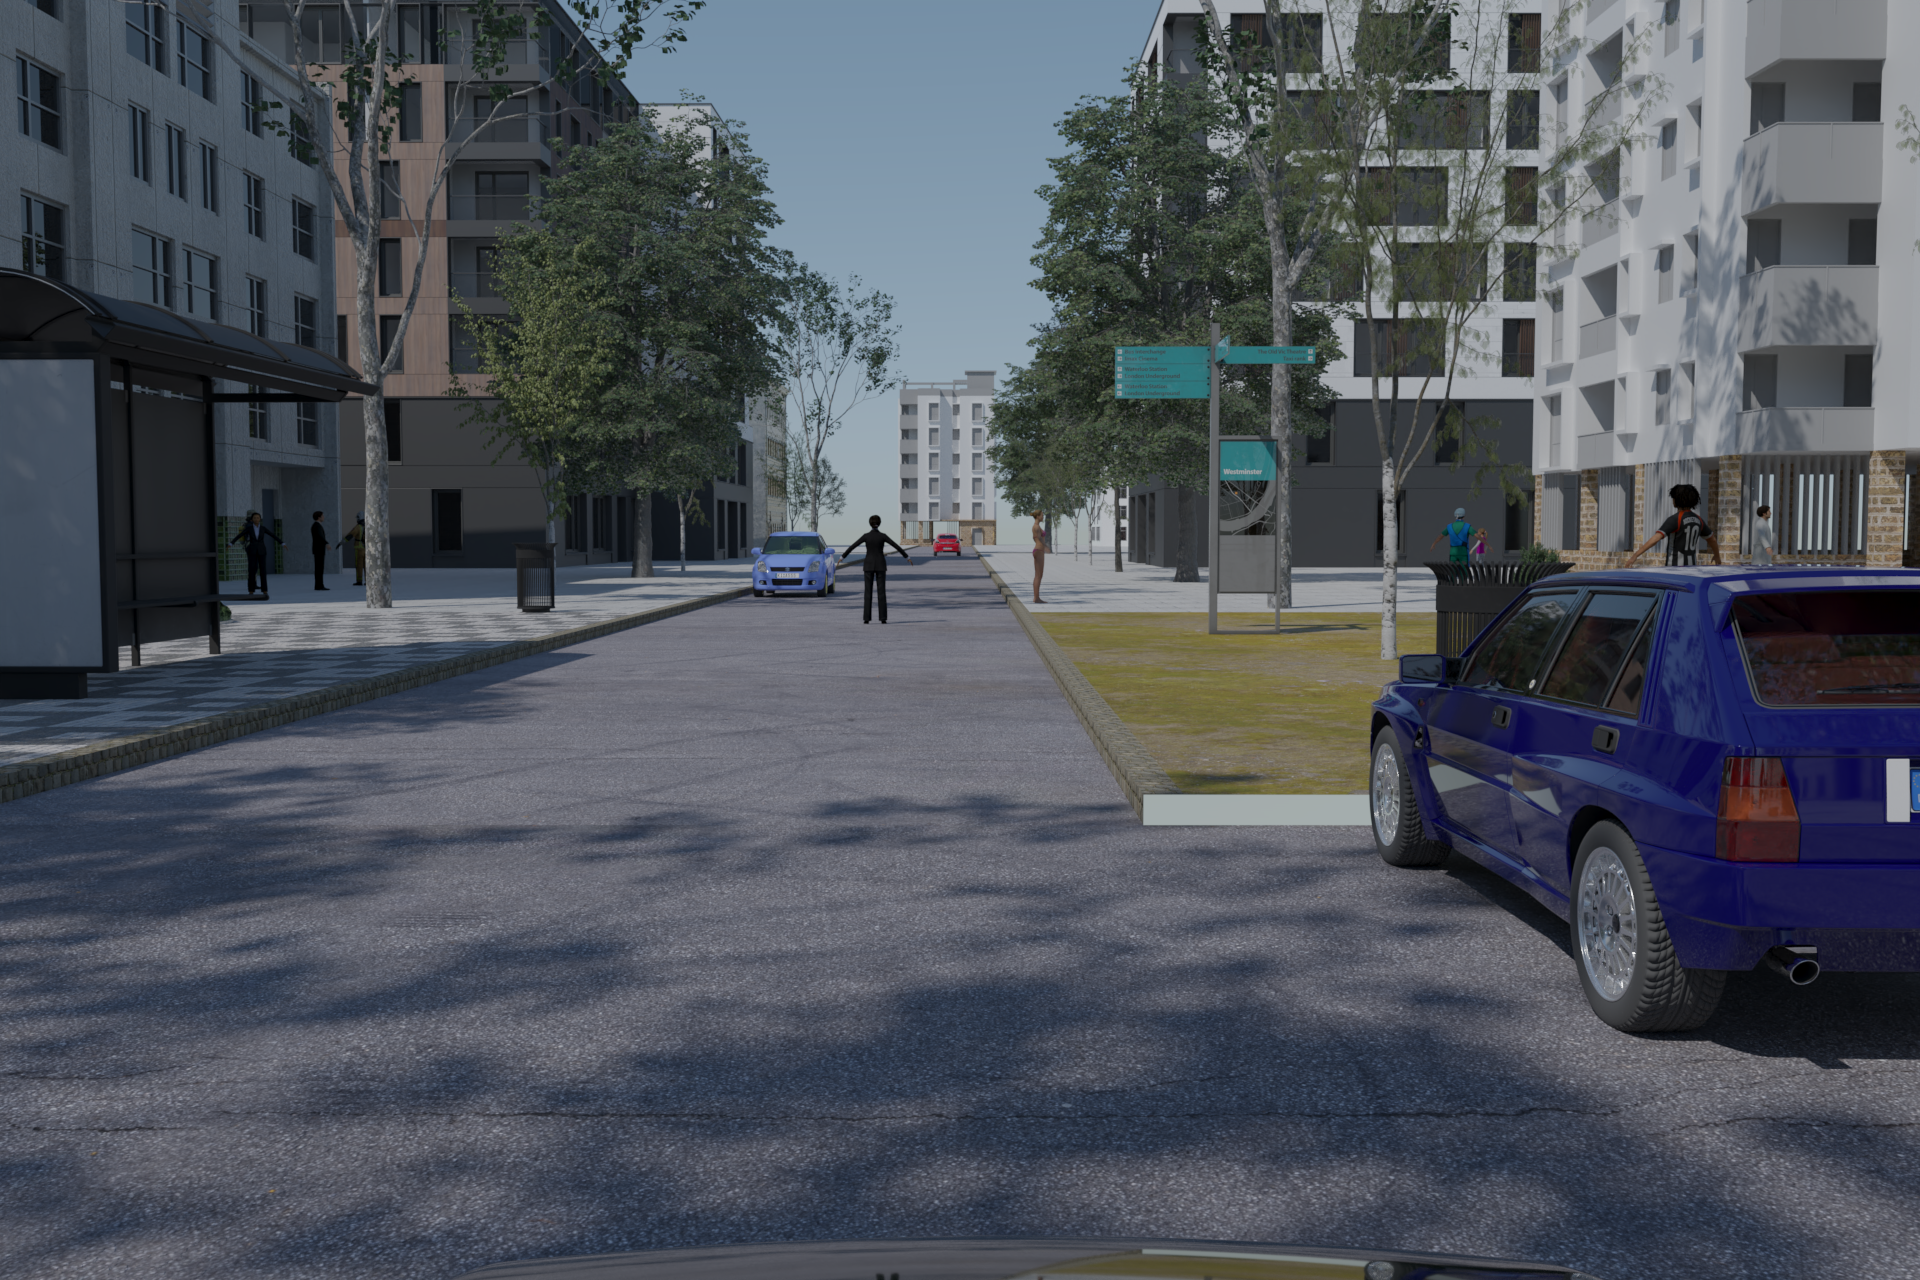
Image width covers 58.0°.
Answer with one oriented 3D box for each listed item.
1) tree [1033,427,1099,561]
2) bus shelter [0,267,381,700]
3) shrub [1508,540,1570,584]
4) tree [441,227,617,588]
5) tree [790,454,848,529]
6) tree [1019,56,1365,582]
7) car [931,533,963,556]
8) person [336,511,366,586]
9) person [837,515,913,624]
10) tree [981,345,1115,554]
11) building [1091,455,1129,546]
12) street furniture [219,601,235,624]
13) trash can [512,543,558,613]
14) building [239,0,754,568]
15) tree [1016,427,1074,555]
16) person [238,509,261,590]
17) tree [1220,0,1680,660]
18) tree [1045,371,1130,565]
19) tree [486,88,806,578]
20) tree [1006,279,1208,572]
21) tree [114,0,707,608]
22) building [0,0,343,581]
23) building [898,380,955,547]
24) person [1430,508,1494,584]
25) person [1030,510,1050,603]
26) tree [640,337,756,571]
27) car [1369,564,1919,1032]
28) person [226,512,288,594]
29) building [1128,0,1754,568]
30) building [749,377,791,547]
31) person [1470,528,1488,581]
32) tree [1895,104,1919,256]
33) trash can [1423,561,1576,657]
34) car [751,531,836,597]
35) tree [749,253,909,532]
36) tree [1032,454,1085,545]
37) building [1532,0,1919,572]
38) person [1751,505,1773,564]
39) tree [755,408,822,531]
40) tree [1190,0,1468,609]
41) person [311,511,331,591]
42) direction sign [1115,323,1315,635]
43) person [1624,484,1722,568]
[{"bbox_3d":[5.436,-8.001,81.175,4.360,8.622,3.978,0,3,0],"label":"tree"},{"bbox_3d":[-7.290,-1.344,15.901,2.014,3.302,5.546,0,4,1],"label":"bus shelter"},{"bbox_3d":[7.965,-0.778,23.842,1.383,1.207,1.383,0,3,0],"label":"shrub"},{"bbox_3d":[-9.907,-5.542,40.978,4.737,8.622,4.395,0,3,0],"label":"tree"},{"bbox_3d":[-16.365,-16.265,200.340,7.601,10.594,8.767,0,4,5],"label":"tree"},{"bbox_3d":[6.017,-8.518,45.930,9.857,13.997,8.962,0,3,0],"label":"tree"},{"bbox_3d":[-0.854,-6.397,113.623,2.155,1.783,4.494,0,4,-1],"label":"car"},{"bbox_3d":[-14.883,-2.283,43.089,0.705,1.858,1.354,3,4,36],"label":"person"},{"bbox_3d":[-1.356,-1.130,27.646,1.216,1.740,0.721,0,4,-3],"label":"person"},{"bbox_3d":[5.677,-12.593,112.557,9.857,13.997,8.962,0,3,0],"label":"tree"},{"bbox_3d":[19.359,-14.724,182.881,9.099,9.664,28.070,0,4,0],"label":"building"},{"bbox_3d":[-13.900,-0.460,23.145,5.734,0.657,10.072,1,4,18],"label":"street furniture"},{"bbox_3d":[-6.967,-1.026,28.433,0.748,1.137,0.748,0,3,0],"label":"trash can"},{"bbox_3d":[-25.736,-14.469,80.541,27.936,21.610,32.646,0,4,1],"label":"building"},{"bbox_3d":[5.989,-9.372,103.592,4.360,8.622,3.978,0,3,0],"label":"tree"},{"bbox_3d":[-16.373,-2.102,40.152,0.705,1.856,1.354,-2,4,-30],"label":"person"},{"bbox_3d":[4.301,-4.119,17.713,4.360,8.622,3.978,0,3,0],"label":"tree"},{"bbox_3d":[5.371,-7.377,70.983,4.360,8.622,3.978,0,3,0],"label":"tree"},{"bbox_3d":[-9.425,-8.807,50.651,9.857,13.997,8.962,0,3,0],"label":"tree"},{"bbox_3d":[5.038,-7.559,57.998,7.601,10.594,8.767,-1,4,-22],"label":"tree"},{"bbox_3d":[-10.260,-10.527,28.013,12.611,20.169,13.585,0,3,0],"label":"tree"},{"bbox_3d":[-28.090,-10.582,39.467,16.747,18.905,31.486,0,4,-1],"label":"building"},{"bbox_3d":[-6.886,-21.121,204.199,11.380,20.090,16.016,0,4,-3],"label":"building"},{"bbox_3d":[10.332,-1.814,35.781,1.347,1.817,0.704,3,4,37],"label":"person"},{"bbox_3d":[1.541,-1.559,32.286,0.721,1.733,1.217,0,4,-5],"label":"person"},{"bbox_3d":[-9.865,-6.708,60.033,4.360,8.622,3.978,0,3,0],"label":"tree"},{"bbox_3d":[2.707,0.382,6.334,1.945,1.354,3.894,0,4,-1],"label":"car"},{"bbox_3d":[-14.764,-1.815,36.393,1.216,1.740,0.721,-2,4,-25],"label":"person"},{"bbox_3d":[21.676,-14.536,81.644,27.936,21.610,32.646,0,3,0],"label":"building"},{"bbox_3d":[-27.662,-20.987,174.067,19.493,23.208,18.063,0,4,0],"label":"building"},{"bbox_3d":[13.301,-2.150,44.426,0.599,1.433,0.991,3,4,39],"label":"person"},{"bbox_3d":[12.661,-4.230,19.519,4.360,8.622,3.978,0,3,0],"label":"tree"},{"bbox_3d":[2.749,0.170,8.875,0.748,1.137,0.748,0,3,0],"label":"trash can"},{"bbox_3d":[-3.856,-1.890,40.491,1.945,1.707,3.694,0,3,0],"label":"car"},{"bbox_3d":[-9.524,-15.836,114.804,12.611,20.169,13.585,0,3,0],"label":"tree"},{"bbox_3d":[11.278,-17.107,205.454,9.928,11.665,9.643,0,3,0],"label":"tree"},{"bbox_3d":[21.075,-11.606,46.172,16.016,20.090,11.380,0,4,0],"label":"building"},{"bbox_3d":[14.739,-1.563,31.734,0.705,1.806,1.347,2,4,23],"label":"person"},{"bbox_3d":[-9.678,-9.205,100.868,4.360,8.622,3.978,0,3,0],"label":"tree"},{"bbox_3d":[6.686,-10.550,28.386,12.611,20.169,13.585,0,3,0],"label":"tree"},{"bbox_3d":[-14.564,-2.034,39.441,0.705,1.806,1.347,-2,4,-31],"label":"person"},{"bbox_3d":[3.223,-2.001,21.486,2.525,3.948,1.411,0,4,1],"label":"direction sign"},{"bbox_3d":[7.820,-0.777,18.840,1.345,1.843,0.704,-2,4,-23],"label":"person"}]
